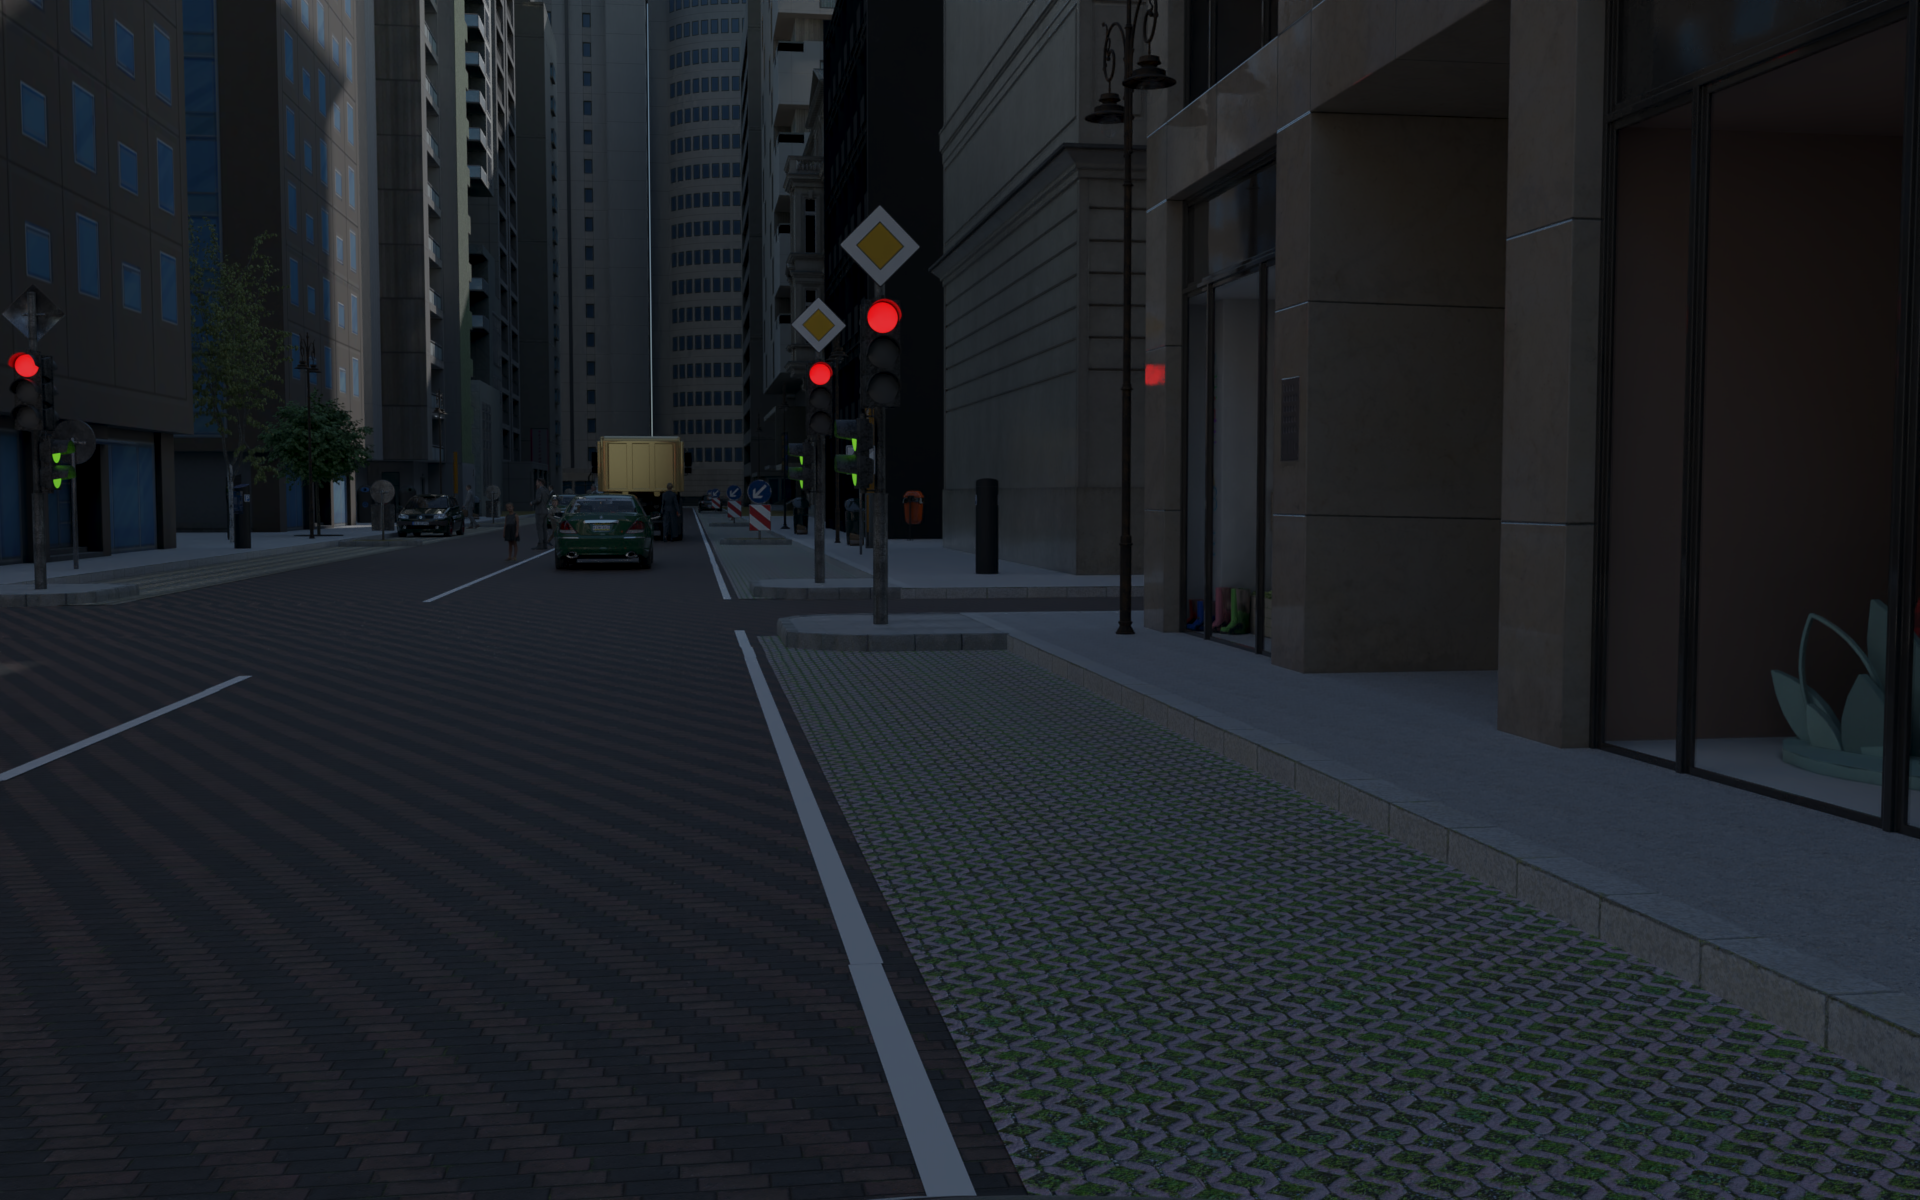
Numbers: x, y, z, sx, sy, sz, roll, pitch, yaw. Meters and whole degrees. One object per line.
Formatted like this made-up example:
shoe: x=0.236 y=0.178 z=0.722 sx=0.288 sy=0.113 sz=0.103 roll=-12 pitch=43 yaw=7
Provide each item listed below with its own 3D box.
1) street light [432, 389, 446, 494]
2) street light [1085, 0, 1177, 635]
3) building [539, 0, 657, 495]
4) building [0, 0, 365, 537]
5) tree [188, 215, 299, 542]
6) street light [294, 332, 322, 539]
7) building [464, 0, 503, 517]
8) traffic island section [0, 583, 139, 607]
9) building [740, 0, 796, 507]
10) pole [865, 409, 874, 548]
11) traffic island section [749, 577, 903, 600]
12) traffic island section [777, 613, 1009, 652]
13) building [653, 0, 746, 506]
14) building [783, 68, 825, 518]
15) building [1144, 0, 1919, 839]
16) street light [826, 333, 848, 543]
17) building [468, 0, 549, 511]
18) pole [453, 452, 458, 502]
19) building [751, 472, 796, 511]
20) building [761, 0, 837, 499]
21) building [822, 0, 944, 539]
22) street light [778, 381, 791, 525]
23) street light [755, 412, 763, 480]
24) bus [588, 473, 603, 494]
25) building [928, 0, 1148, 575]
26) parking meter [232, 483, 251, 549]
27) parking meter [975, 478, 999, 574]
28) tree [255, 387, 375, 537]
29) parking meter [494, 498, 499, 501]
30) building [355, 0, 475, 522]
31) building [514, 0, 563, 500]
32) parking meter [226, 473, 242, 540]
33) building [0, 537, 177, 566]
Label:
street light: x=-22.786 y=-6.309 z=75.946 sx=0.468 sy=5.910 sz=1.993 roll=-1 pitch=4 yaw=-9
street light: x=1.516 y=-2.625 z=15.703 sx=0.468 sy=5.910 sz=1.993 roll=-1 pitch=4 yaw=-9
building: x=-48.242 y=-39.606 z=189.555 sx=28.212 sy=58.520 sz=21.231 roll=-1 pitch=4 yaw=-9
building: x=-30.246 y=-25.201 z=62.151 sx=14.600 sy=45.320 sz=14.200 roll=-1 pitch=4 yaw=-9
tree: x=-19.315 y=-5.815 z=45.440 sx=4.737 sy=8.622 sz=4.395 roll=0 pitch=3 yaw=0
street light: x=-18.622 y=-4.697 z=49.591 sx=0.468 sy=5.910 sz=1.993 roll=-1 pitch=4 yaw=-9
building: x=-40.531 y=-48.712 z=109.108 sx=22.319 sy=86.520 sz=31.000 roll=-1 pitch=4 yaw=-9
traffic island section: x=-12.416 y=-0.066 z=23.363 sx=2.009 sy=0.180 sz=2.903 roll=-1 pitch=4 yaw=-9
building: x=-9.605 y=-33.050 z=164.062 sx=21.300 sy=48.544 sz=21.600 roll=-1 pitch=4 yaw=-9
pole: x=-2.127 y=-2.873 z=40.824 sx=0.158 sy=3.312 sz=0.155 roll=0 pitch=3 yaw=0
traffic island section: x=-2.001 y=-0.166 z=24.990 sx=2.009 sy=0.180 sz=2.903 roll=-1 pitch=4 yaw=-9
traffic island section: x=-0.761 y=0.317 z=17.101 sx=2.009 sy=0.180 sz=2.903 roll=-1 pitch=4 yaw=-9
building: x=-20.364 y=-39.870 z=193.875 sx=28.212 sy=58.520 sz=21.231 roll=-1 pitch=4 yaw=-9
building: x=-1.073 y=-16.116 z=82.579 sx=14.460 sy=24.649 sz=34.723 roll=-1 pitch=4 yaw=-9
building: x=13.892 y=-11.995 z=0.628 sx=19.350 sy=26.468 sz=34.151 roll=-1 pitch=4 yaw=-9
street light: x=-3.207 y=-4.430 z=45.216 sx=0.468 sy=5.910 sz=1.993 roll=-1 pitch=4 yaw=-9
building: x=-43.737 y=-42.706 z=136.487 sx=20.563 sy=71.187 sz=20.611 roll=-1 pitch=4 yaw=-9
pole: x=-24.387 y=-5.499 z=83.749 sx=0.158 sy=3.312 sz=0.155 roll=0 pitch=3 yaw=0
building: x=-0.859 y=-27.570 z=142.654 sx=32.217 sy=40.220 sz=23.993 roll=-1 pitch=4 yaw=-9
building: x=0.680 y=-32.249 z=116.502 sx=28.713 sy=52.752 sz=27.495 roll=-1 pitch=4 yaw=-9
building: x=2.283 y=-13.902 z=56.968 sx=12.332 sy=23.373 sz=15.834 roll=-1 pitch=4 yaw=-9
street light: x=-7.176 y=-5.998 z=70.848 sx=0.468 sy=5.910 sz=1.993 roll=-1 pitch=4 yaw=-9
street light: x=-11.362 y=-7.655 z=97.940 sx=0.468 sy=5.910 sz=1.993 roll=-1 pitch=4 yaw=-9
bus: x=-26.266 y=-8.541 z=131.195 sx=2.896 sy=3.916 sz=12.252 roll=0 pitch=4 yaw=-8
building: x=14.767 y=-12.398 z=35.984 sx=30.059 sy=22.955 sz=16.112 roll=-1 pitch=4 yaw=-9
parking meter: x=-16.888 y=-1.977 z=40.737 sx=0.372 sy=1.533 sz=0.369 roll=0 pitch=3 yaw=0
parking meter: x=0.434 y=-1.188 z=27.835 sx=0.372 sy=1.533 sz=0.369 roll=0 pitch=3 yaw=0
tree: x=-19.705 y=-4.236 z=52.968 sx=4.285 sy=4.588 sz=4.351 roll=0 pitch=3 yaw=0
parking meter: x=-25.027 y=-5.189 z=93.247 sx=0.372 sy=1.533 sz=0.369 roll=0 pitch=3 yaw=0
building: x=-32.020 y=-24.512 z=84.370 sx=14.154 sy=41.232 sz=14.086 roll=-1 pitch=4 yaw=-9
building: x=-48.095 y=-32.684 z=158.086 sx=21.600 sy=48.544 sz=21.300 roll=-1 pitch=4 yaw=-9
parking meter: x=-20.389 y=-2.626 z=48.649 sx=0.255 sy=1.863 sz=0.399 roll=1 pitch=4 yaw=19
building: x=-24.011 y=-23.362 z=32.073 sx=14.600 sy=45.320 sz=14.200 roll=-1 pitch=4 yaw=-9
